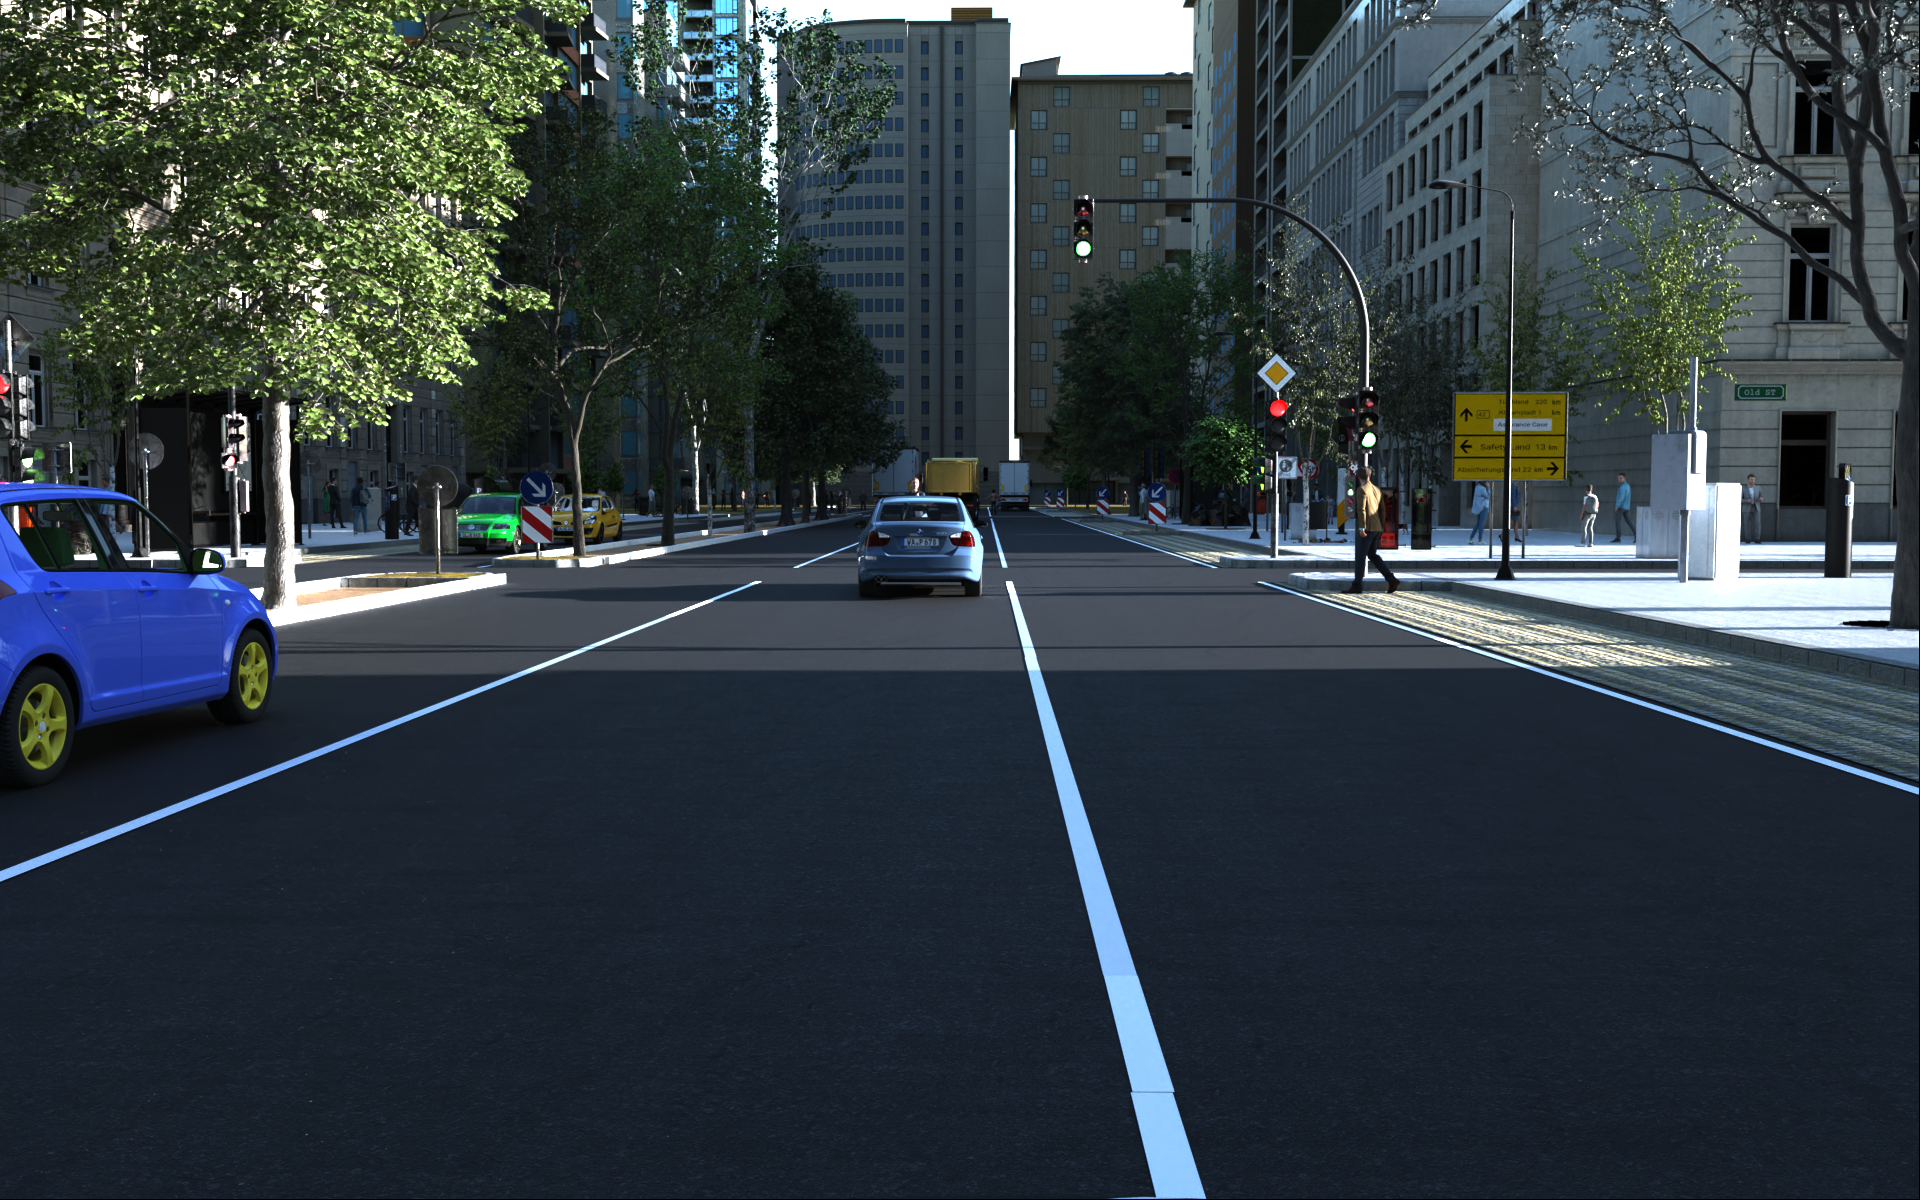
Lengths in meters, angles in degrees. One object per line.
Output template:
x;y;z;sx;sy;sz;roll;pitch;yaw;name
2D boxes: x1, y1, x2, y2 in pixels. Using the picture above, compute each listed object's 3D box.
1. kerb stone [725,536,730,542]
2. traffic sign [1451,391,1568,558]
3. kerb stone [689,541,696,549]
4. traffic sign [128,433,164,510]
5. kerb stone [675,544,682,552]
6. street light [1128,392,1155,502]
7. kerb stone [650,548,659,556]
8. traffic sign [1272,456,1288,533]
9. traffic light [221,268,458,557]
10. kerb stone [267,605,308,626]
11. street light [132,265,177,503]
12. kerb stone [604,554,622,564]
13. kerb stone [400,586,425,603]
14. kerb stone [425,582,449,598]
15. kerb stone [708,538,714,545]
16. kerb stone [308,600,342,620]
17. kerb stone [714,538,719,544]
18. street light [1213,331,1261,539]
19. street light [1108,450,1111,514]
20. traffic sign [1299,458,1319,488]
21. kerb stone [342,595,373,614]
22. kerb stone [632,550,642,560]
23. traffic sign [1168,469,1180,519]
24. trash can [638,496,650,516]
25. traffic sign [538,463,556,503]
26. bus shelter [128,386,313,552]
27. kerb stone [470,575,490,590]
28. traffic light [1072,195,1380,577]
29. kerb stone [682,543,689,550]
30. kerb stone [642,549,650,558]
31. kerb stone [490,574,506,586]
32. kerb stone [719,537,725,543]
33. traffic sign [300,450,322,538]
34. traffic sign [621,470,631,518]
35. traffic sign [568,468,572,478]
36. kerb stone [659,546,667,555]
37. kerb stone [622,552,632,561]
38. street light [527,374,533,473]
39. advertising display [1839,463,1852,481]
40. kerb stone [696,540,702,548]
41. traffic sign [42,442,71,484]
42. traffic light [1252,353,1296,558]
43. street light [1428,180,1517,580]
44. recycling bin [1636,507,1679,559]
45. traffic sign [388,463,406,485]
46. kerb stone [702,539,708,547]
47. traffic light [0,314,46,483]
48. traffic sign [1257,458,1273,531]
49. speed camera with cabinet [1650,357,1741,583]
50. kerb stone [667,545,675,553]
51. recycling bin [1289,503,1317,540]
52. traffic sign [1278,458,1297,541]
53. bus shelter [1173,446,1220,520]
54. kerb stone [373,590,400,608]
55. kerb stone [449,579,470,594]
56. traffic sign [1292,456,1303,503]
-7.035;-1.789;51.447;0.120;0.150;1.000;0;4;1;kerb stone
10.907;-2.481;34.437;2.265;3.308;0.079;0;4;1;traffic sign
-7.122;-1.412;45.288;0.120;0.150;1.000;0;4;1;kerb stone
-16.963;-2.201;36.099;0.768;2.556;0.104;0;4;2;traffic sign
-7.149;-1.281;43.241;0.120;0.150;1.000;0;4;1;kerb stone
8.354;-6.527;79.258;1.470;5.913;1.316;0;4;1;street light
-7.196;-1.099;40.167;0.120;0.150;1.000;0;4;1;kerb stone
10.700;-3.506;57.425;0.768;2.556;0.104;1;4;9;traffic sign
-12.570;-3.690;34.992;4.771;5.953;1.251;0;4;1;traffic light
-7.494;0.186;19.151;0.120;0.150;1.000;0;4;1;kerb stone
-16.128;-3.821;35.017;1.470;5.913;1.316;0;4;1;street light
-7.251;-0.848;36.061;0.120;0.150;1.000;0;4;1;kerb stone
-7.432;-0.064;23.245;0.120;0.150;1.000;0;4;1;kerb stone
-7.418;-0.127;24.267;0.120;0.150;1.000;0;4;1;kerb stone
-7.081;-1.600;48.375;0.120;0.150;1.000;0;4;1;kerb stone
-7.474;0.124;20.173;0.120;0.150;1.000;0;4;1;kerb stone
-7.075;-1.664;49.398;0.120;0.150;1.000;0;4;1;kerb stone
7.924;-4.710;49.555;1.470;5.913;1.316;0;4;1;street light
8.807;-8.344;108.961;1.470;5.913;1.316;0;4;1;street light
12.339;-3.755;61.492;0.768;2.556;0.104;0;4;7;traffic sign
-7.458;0.061;21.194;0.120;0.150;1.000;0;4;1;kerb stone
-7.223;-0.974;38.123;0.120;0.150;1.000;0;4;1;kerb stone
11.057;-5.438;89.016;0.768;2.556;0.104;0;4;6;traffic sign
-18.718;-5.570;102.723;0.748;1.137;0.748;0;3;0;trash can
-16.762;-4.295;70.335;0.768;2.556;0.104;1;4;9;traffic sign
-17.086;-3.007;40.453;1.731;3.624;6.357;0;4;1;bus shelter
-7.382;-0.250;26.312;0.120;0.150;1.000;0;4;1;kerb stone
4.092;-3.177;26.613;4.771;5.953;1.251;0;4;1;traffic light
-7.136;-1.350;44.266;0.120;0.150;1.000;0;4;1;kerb stone
-7.211;-1.036;39.145;0.120;0.150;1.000;0;4;1;kerb stone
-7.366;-0.314;27.337;0.120;0.150;1.000;0;4;1;kerb stone
-7.052;-1.726;50.420;0.120;0.150;1.000;0;4;1;kerb stone
-18.820;-3.055;50.054;0.768;2.556;0.104;0;4;3;traffic sign
-18.205;-5.726;93.623;0.884;2.594;0.081;0;4;2;traffic sign
-17.959;-4.949;81.015;0.768;2.556;0.104;0;4;3;traffic sign
-7.176;-1.162;41.189;0.120;0.150;1.000;0;4;1;kerb stone
-7.236;-0.910;37.090;0.120;0.150;1.000;0;4;1;kerb stone
-15.654;-5.655;65.001;1.470;5.913;1.316;0;4;1;street light
18.585;-1.908;36.409;0.123;1.923;0.974;2;4;34;advertising display
-7.109;-1.476;46.321;0.120;0.150;1.000;0;4;1;kerb stone
-17.822;-1.961;34.187;0.606;2.300;0.079;0;4;6;traffic sign
6.297;-2.801;34.710;0.839;4.253;0.868;0;4;1;traffic light
7.637;-3.258;25.811;1.470;5.913;1.316;0;4;1;street light
13.982;-1.347;34.574;0.722;1.027;0.722;0;4;0;recycling bin
-18.296;-3.313;56.299;0.606;2.300;0.079;1;4;9;traffic sign
-7.094;-1.539;47.353;0.120;0.150;1.000;0;4;1;kerb stone
-14.774;-2.329;27.002;0.839;4.253;0.868;0;4;1;traffic light
10.671;-3.668;60.075;0.768;2.556;0.104;0;4;6;traffic sign
10.955;-1.922;25.753;0.660;3.252;2.038;3;5;44;speed camera with cabinet
-7.165;-1.225;42.218;0.120;0.150;1.000;0;4;1;kerb stone
9.706;-2.231;49.036;0.722;1.027;0.722;0;4;5;recycling bin
8.948;-2.783;47.629;0.606;2.300;0.079;0;4;7;traffic sign
11.651;-5.747;85.252;1.731;3.624;6.357;0;4;1;bus shelter
-7.444;0.001;22.223;0.120;0.150;1.000;0;4;1;kerb stone
-7.401;-0.189;25.288;0.120;0.150;1.000;0;4;1;kerb stone
11.269;-3.586;58.639;0.884;2.594;0.081;0;4;3;traffic sign
